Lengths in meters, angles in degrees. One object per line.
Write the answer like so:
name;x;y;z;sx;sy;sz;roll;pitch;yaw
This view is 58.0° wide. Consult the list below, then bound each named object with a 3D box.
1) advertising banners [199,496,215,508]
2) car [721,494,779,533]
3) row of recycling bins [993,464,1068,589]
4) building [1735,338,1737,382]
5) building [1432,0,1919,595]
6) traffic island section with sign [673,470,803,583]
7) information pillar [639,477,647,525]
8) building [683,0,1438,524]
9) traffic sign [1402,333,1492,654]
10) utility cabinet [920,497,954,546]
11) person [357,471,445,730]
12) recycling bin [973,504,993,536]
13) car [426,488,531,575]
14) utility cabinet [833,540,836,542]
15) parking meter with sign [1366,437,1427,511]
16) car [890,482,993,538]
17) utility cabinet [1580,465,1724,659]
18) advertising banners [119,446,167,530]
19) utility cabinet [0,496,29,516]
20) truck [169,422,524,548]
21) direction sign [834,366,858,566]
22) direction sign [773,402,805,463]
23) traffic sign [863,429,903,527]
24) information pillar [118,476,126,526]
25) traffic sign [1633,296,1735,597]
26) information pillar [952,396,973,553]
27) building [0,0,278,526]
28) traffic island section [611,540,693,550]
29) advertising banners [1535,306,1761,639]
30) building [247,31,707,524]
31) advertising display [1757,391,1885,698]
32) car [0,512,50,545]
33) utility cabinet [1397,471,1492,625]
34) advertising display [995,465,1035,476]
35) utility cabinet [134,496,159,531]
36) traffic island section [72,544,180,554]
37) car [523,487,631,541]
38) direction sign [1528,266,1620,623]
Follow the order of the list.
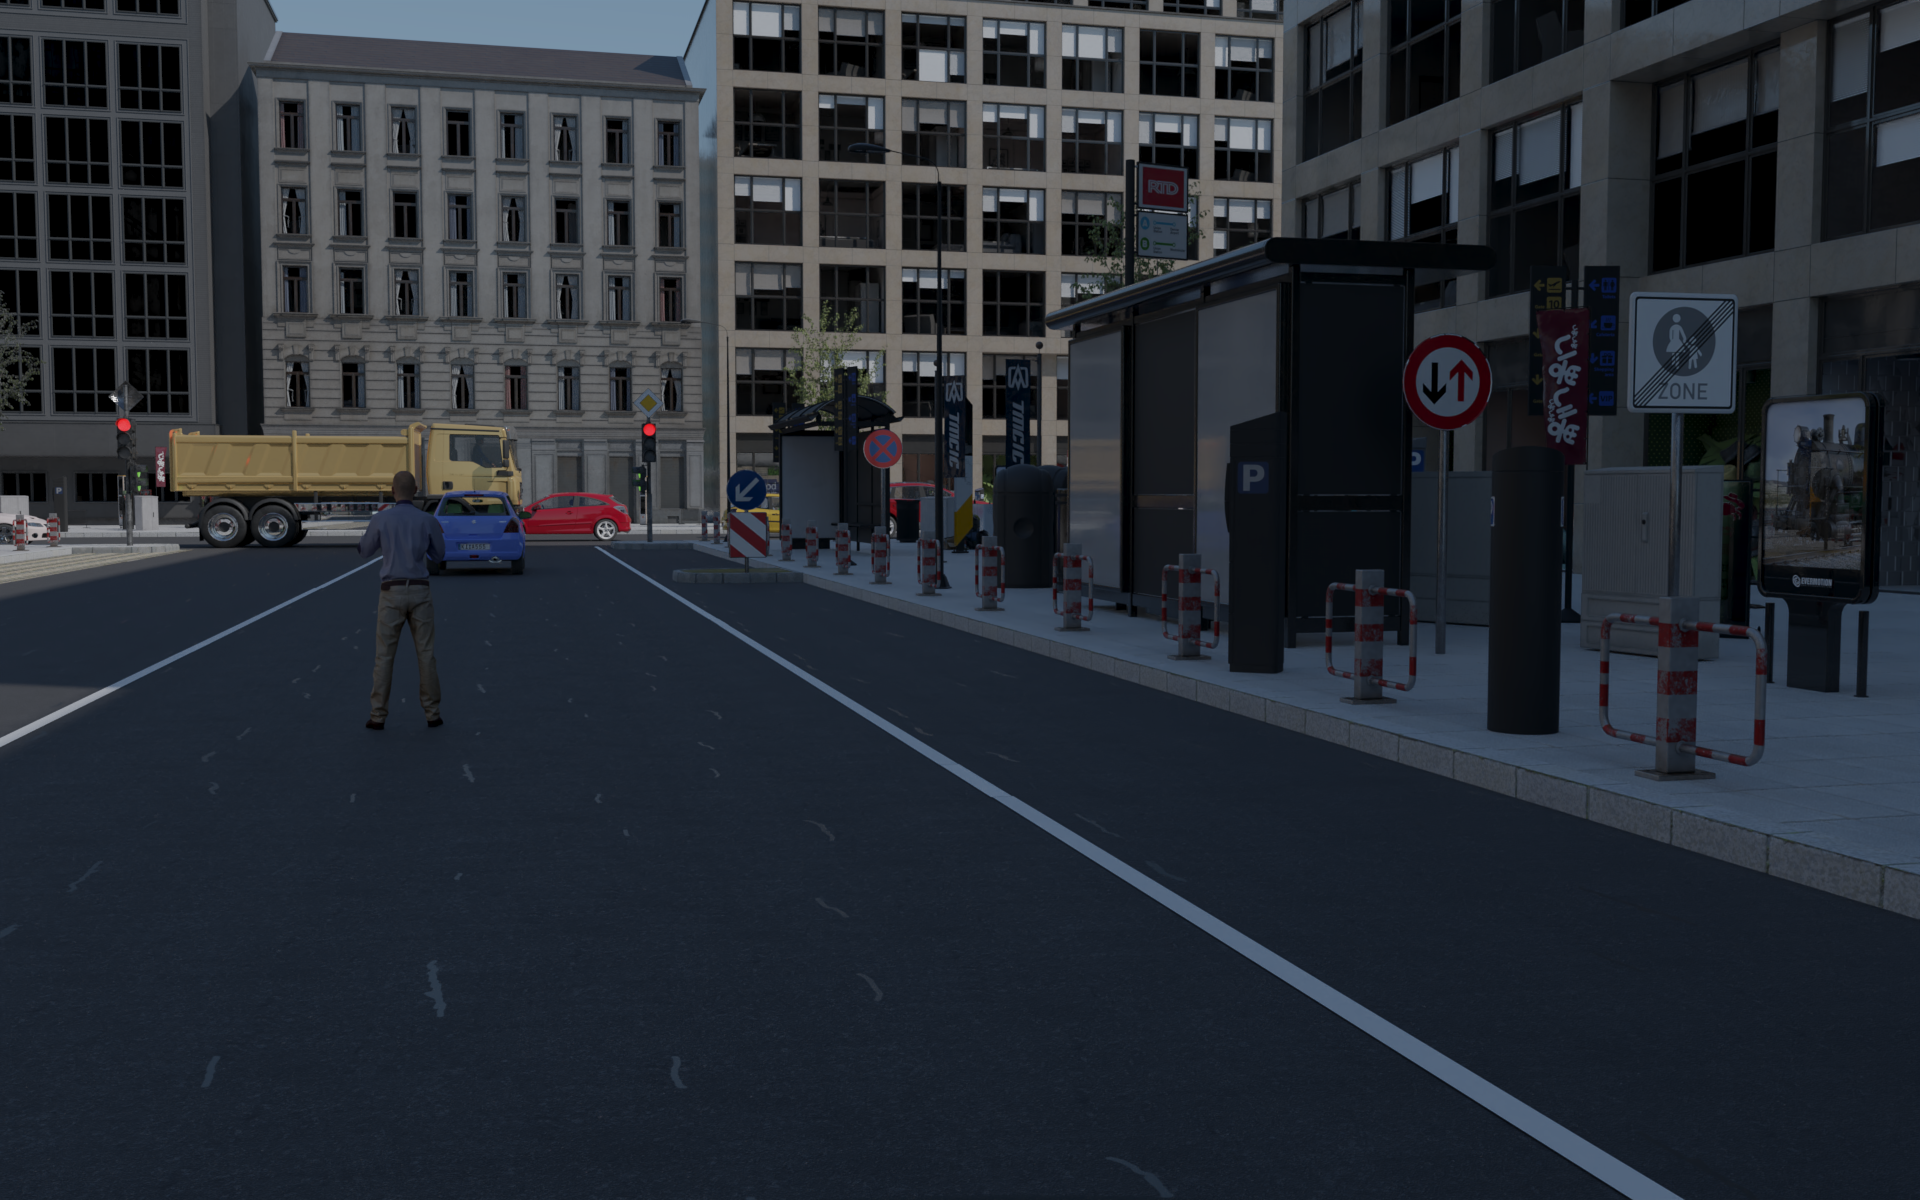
advertising banners;-28.812;-4.300;66.485;0.090;3.025;2.074;0;4;-3
car;-5.861;-2.870;57.150;3.980;1.641;2.015;-1;4;-15
row of recycling bins;1.425;-1.099;25.079;1.069;1.692;3.534;1;4;22
building;35.380;-16.787;93.533;30.058;24.678;14.314;-1;4;-14
building;20.629;-13.410;23.766;19.350;26.468;34.151;-1;4;-14
traffic island section with sign;-3.743;-1.232;28.774;1.989;1.847;2.006;-1;4;-14
information pillar;-12.987;-4.086;71.290;0.304;2.012;0.304;1;4;18
building;3.624;-17.342;88.060;34.151;26.468;19.350;-1;4;-14
traffic sign;3.858;-0.840;13.834;0.768;2.556;0.104;-1;4;-11
utility cabinet;-0.554;-1.923;42.596;0.306;1.237;1.020;-3;5;-41
person;-3.423;-0.004;10.634;0.516;1.574;0.319;-1;4;-17
recycling bin;0.754;-1.932;44.138;0.722;1.027;0.722;-2;4;-29
car;-8.897;-1.366;31.924;1.945;1.707;3.694;-1;4;-14
utility cabinet;-3.188;-2.201;47.147;0.306;1.237;1.020;1;4;14
parking meter with sign;5.959;-1.666;23.504;0.543;3.016;1.738;-1;4;-15
car;-1.171;-2.896;56.022;5.304;1.827;2.281;-1;4;-14
utility cabinet;5.460;-0.310;13.742;0.318;1.500;1.173;-1;4;-23
advertising banners;-29.728;-4.094;63.124;0.090;3.025;2.074;2;4;26
utility cabinet;-36.074;-3.355;66.011;0.306;1.237;1.020;3;4;38
truck;-16.202;-3.162;47.621;9.791;3.379;3.469;-1;4;-13
direction sign;-2.040;-2.387;31.022;0.379;3.537;0.876;-2;4;-30
direction sign;-4.247;-3.124;43.076;0.876;3.537;0.379;-2;4;-32
traffic sign;-1.513;-2.077;34.066;0.768;2.556;0.104;0;4;-5
information pillar;-33.261;-3.940;68.912;0.304;2.012;0.304;1;4;22
traffic sign;3.682;-0.415;8.916;0.606;2.300;0.079;-1;4;-12
information pillar;0.065;-2.822;37.497;0.504;3.616;0.183;-3;5;-42
building;-42.481;-17.135;73.663;24.014;27.812;14.314;-1;4;-14
traffic island section;-8.251;-1.464;46.210;2.009;0.180;2.903;-1;4;-14
advertising banners;6.245;-1.201;15.825;2.074;3.025;0.090;3;5;40
building;-20.832;-13.911;76.590;18.267;20.994;9.793;-1;4;-14
advertising display;5.595;-0.373;11.308;0.123;1.923;0.974;-1;4;-14
car;-27.470;-2.138;47.314;4.827;1.381;2.083;-1;4;-14
utility cabinet;4.876;-0.517;17.127;0.318;1.500;1.173;-3;5;-39
advertising display;1.235;-2.036;38.504;0.974;1.923;0.123;2;4;26
utility cabinet;-28.751;-3.063;61.237;0.306;1.237;1.020;0;4;5
traffic island section;-20.636;-1.268;43.015;2.009;0.180;2.903;-1;4;-14
car;-12.343;-2.686;52.964;4.494;1.783;2.155;-1;4;-14
direction sign;6.098;-1.546;17.273;0.876;3.537;0.379;0;4;0
